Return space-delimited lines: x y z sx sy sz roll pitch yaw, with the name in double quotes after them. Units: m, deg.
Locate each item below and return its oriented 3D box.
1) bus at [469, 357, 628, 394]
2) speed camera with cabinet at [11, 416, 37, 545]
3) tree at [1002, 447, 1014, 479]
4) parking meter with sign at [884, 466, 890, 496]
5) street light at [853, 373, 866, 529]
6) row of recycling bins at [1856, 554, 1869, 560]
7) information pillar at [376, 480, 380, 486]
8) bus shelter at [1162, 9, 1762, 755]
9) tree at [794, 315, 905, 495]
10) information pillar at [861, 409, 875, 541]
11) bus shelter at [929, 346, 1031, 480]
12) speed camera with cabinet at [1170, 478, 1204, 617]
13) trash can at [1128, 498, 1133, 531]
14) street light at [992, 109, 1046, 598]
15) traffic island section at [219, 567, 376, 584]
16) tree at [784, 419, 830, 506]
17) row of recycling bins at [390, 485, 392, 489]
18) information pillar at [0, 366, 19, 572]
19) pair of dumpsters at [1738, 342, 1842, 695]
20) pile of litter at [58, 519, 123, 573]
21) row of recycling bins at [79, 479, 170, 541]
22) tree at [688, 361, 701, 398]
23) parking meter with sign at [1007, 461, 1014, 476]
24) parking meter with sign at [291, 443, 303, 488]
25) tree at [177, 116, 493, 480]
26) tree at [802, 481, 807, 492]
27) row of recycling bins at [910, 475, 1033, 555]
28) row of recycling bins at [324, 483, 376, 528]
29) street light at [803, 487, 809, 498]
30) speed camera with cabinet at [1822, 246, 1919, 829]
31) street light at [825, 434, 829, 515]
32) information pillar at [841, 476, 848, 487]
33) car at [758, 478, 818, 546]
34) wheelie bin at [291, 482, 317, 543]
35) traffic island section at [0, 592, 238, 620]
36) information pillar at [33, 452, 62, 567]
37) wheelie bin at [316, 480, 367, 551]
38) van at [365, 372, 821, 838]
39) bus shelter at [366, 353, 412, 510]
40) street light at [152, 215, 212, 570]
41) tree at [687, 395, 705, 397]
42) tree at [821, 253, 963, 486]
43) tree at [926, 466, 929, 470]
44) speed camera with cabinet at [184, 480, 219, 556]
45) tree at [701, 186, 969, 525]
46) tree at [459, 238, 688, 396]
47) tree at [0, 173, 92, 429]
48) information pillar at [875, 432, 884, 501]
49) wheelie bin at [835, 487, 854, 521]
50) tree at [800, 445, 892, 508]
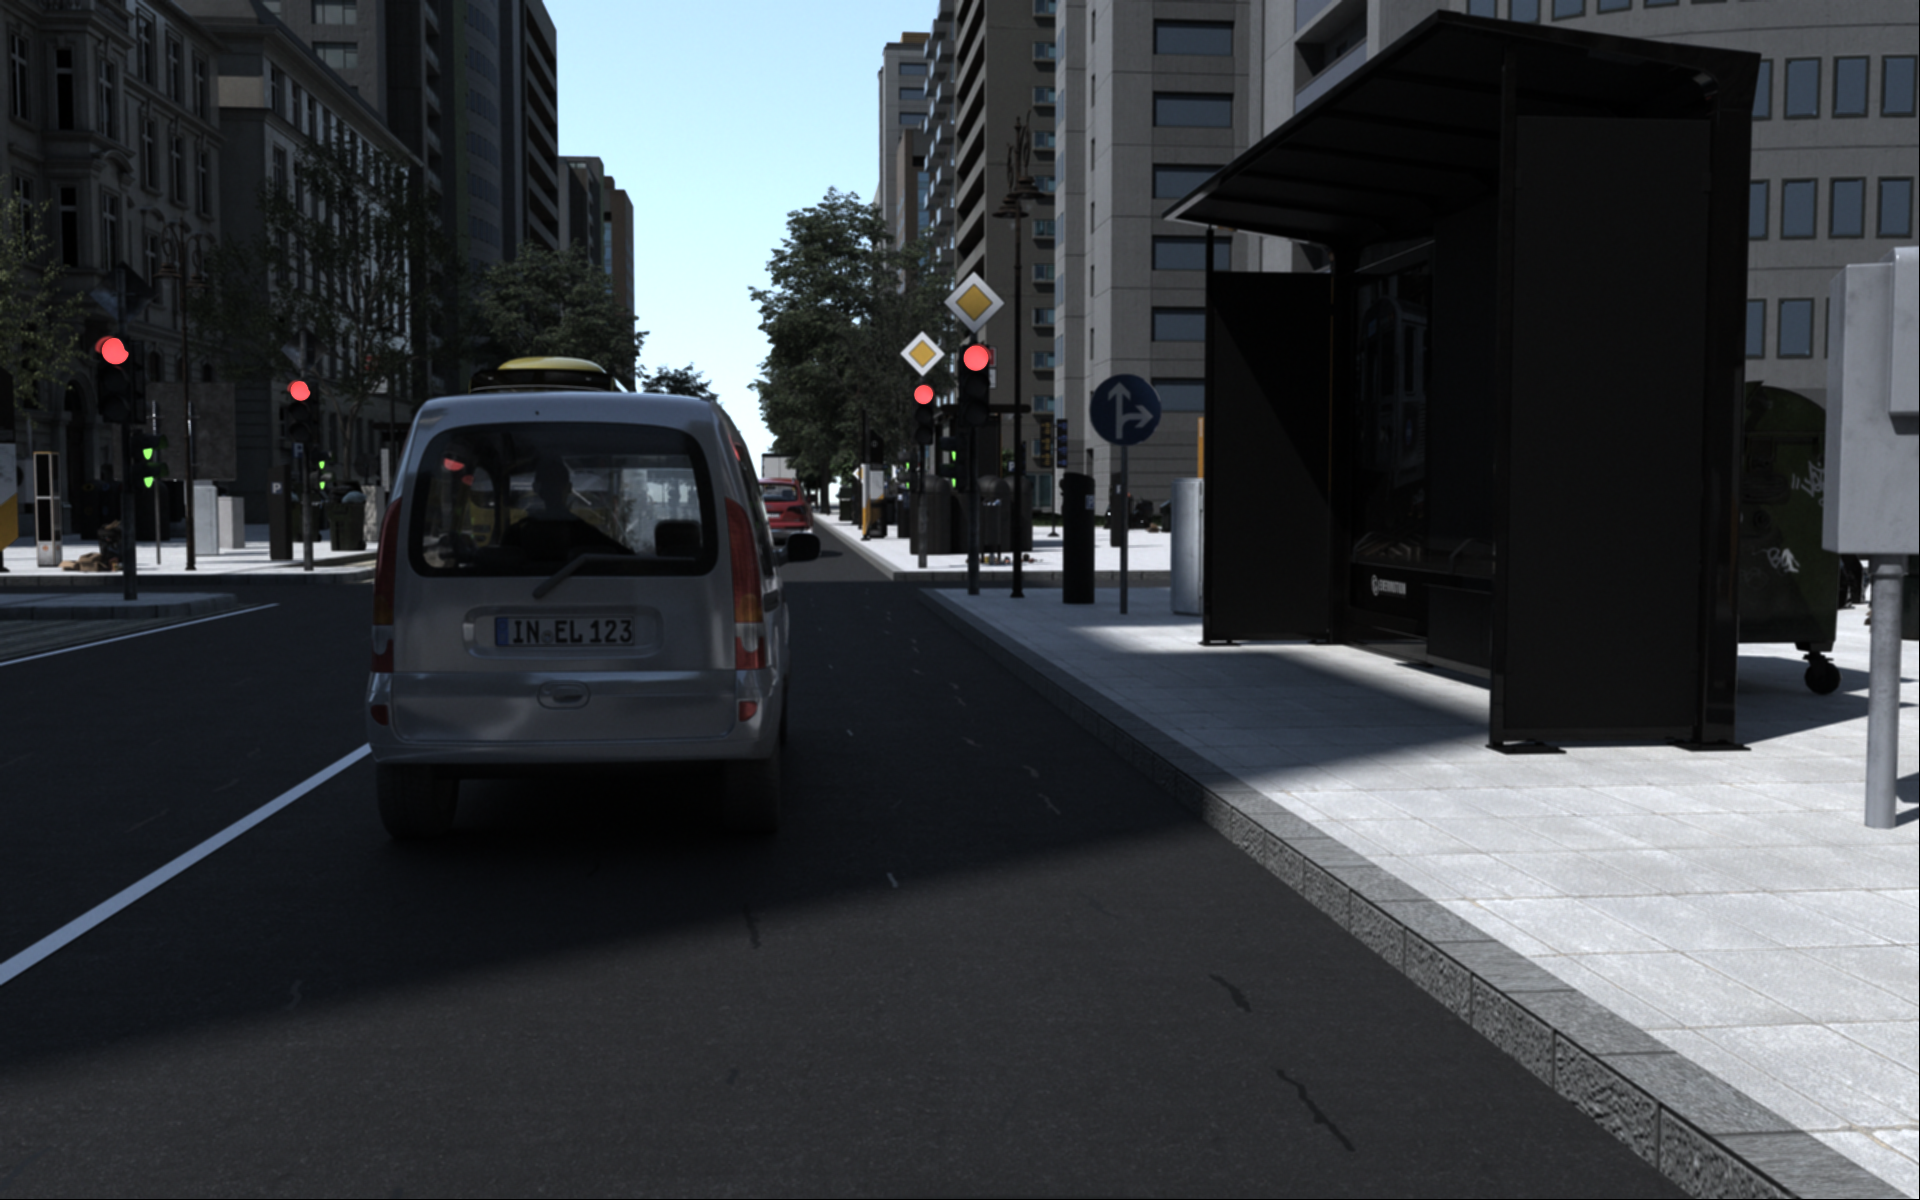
-7.826 -2.640 34.718 2.896 3.916 12.252 0 4 -8 "bus"
-24.302 -3.039 44.031 2.038 3.252 0.660 1 4 20 "speed camera with cabinet"
2.061 -7.381 104.387 4.285 4.588 4.351 0 3 0 "tree"
-3.432 -5.102 79.682 0.543 3.016 1.738 0 4 3 "parking meter with sign"
-3.621 -5.496 62.645 0.468 5.910 1.993 0 4 -6 "street light"
18.799 -1.645 34.009 3.534 1.692 1.069 0 4 -8 "row of recycling bins"
-29.580 -5.133 88.423 0.304 2.012 0.304 2 4 23 "information pillar"
2.859 -1.244 11.621 1.731 3.624 6.357 0 4 -6 "bus shelter"
-5.920 -10.554 98.315 9.928 11.665 9.643 0 3 0 "tree"
-2.592 -3.456 47.855 0.183 3.616 0.504 1 4 14 "information pillar"
0.188 -4.092 44.540 2.179 5.291 8.768 0 4 -6 "bus shelter"
3.275 -1.487 18.655 2.038 3.252 0.660 -2 4 -27 "speed camera with cabinet"
5.577 -2.933 59.608 0.748 1.137 0.748 0 3 0 "trash can"
0.712 -2.970 21.348 0.468 5.910 1.993 0 4 -6 "street light"
-10.914 -0.409 28.976 2.009 0.180 2.903 0 4 -6 "traffic island section"
-16.504 -16.361 201.909 7.601 10.594 8.767 -1 4 -16 "tree"
-24.989 -4.134 74.699 1.069 1.692 3.534 2 4 29 "row of recycling bins"
-15.719 -2.260 28.314 0.504 3.616 0.183 -3 5 -42 "information pillar"
4.792 -0.643 13.006 1.574 2.255 4.437 0 4 -6 "pair of dumpsters"
-14.470 -0.920 28.999 1.176 0.858 1.719 -1 4 -14 "pile of litter"
-23.194 -2.507 48.109 3.534 1.692 1.069 2 4 33 "row of recycling bins"
-27.211 -15.820 165.319 9.857 13.997 8.962 0 3 0 "tree"
2.291 -5.914 92.961 0.543 3.016 1.738 -2 4 -34 "parking meter with sign"
-22.101 -3.714 56.991 0.543 3.016 1.738 0 4 7 "parking meter with sign"
-15.746 -6.689 43.781 8.767 10.594 7.601 0 4 -2 "tree"
-20.820 -17.341 233.893 4.360 8.622 3.978 0 3 0 "tree"
0.328 -1.872 37.728 1.069 1.692 3.534 3 5 43 "row of recycling bins"
-23.923 -3.606 66.073 3.534 1.692 1.069 0 4 -7 "row of recycling bins"
-15.795 -12.702 180.465 0.468 5.910 1.993 0 4 -6 "street light"
4.391 -0.741 6.457 2.038 3.252 0.660 1 4 20 "speed camera with cabinet"
-7.941 -8.036 104.174 0.468 5.910 1.993 0 4 -6 "street light"
-6.046 -6.070 90.591 0.504 3.616 0.183 -3 5 -41 "information pillar"
-4.504 -1.983 41.093 2.281 1.827 5.304 0 4 -5 "car"
-17.460 -2.333 46.056 0.693 1.594 0.980 3 4 38 "wheelie bin"
-10.091 0.076 21.033 2.009 0.180 2.903 0 4 -6 "traffic island section"
-16.015 -1.586 30.423 0.304 2.012 0.304 0 4 -2 "information pillar"
-13.827 -1.907 39.086 0.980 1.594 0.693 1 4 11 "wheelie bin"
-1.698 -0.099 8.638 2.013 2.044 4.112 0 4 -5 "van"
-16.295 -4.562 52.226 2.179 5.291 8.768 0 4 -6 "bus shelter"
-12.973 -3.440 29.029 0.468 5.910 1.993 0 4 -6 "street light"
-30.158 -17.026 195.380 9.611 12.733 9.660 0 3 0 "tree"
-1.916 -6.224 52.129 4.360 8.622 3.978 0 3 0 "tree"
-0.191 -3.739 55.733 1.663 3.219 1.824 0 3 0 "tree"
-16.027 -2.580 36.525 0.660 3.252 2.038 -2 4 -26 "speed camera with cabinet"
-4.173 -10.086 71.563 9.857 13.997 8.962 0 3 0 "tree"
-19.794 -10.909 85.015 9.857 13.997 8.962 0 3 0 "tree"
-22.629 -5.507 40.404 4.737 8.622 4.395 0 3 0 "tree"
-2.964 -4.290 61.492 0.504 3.616 0.183 -1 4 -19 "information pillar"
-5.446 -4.560 82.469 0.980 1.594 0.693 0 4 2 "wheelie bin"
-4.944 -6.319 87.033 4.285 4.588 4.351 0 3 0 "tree"
